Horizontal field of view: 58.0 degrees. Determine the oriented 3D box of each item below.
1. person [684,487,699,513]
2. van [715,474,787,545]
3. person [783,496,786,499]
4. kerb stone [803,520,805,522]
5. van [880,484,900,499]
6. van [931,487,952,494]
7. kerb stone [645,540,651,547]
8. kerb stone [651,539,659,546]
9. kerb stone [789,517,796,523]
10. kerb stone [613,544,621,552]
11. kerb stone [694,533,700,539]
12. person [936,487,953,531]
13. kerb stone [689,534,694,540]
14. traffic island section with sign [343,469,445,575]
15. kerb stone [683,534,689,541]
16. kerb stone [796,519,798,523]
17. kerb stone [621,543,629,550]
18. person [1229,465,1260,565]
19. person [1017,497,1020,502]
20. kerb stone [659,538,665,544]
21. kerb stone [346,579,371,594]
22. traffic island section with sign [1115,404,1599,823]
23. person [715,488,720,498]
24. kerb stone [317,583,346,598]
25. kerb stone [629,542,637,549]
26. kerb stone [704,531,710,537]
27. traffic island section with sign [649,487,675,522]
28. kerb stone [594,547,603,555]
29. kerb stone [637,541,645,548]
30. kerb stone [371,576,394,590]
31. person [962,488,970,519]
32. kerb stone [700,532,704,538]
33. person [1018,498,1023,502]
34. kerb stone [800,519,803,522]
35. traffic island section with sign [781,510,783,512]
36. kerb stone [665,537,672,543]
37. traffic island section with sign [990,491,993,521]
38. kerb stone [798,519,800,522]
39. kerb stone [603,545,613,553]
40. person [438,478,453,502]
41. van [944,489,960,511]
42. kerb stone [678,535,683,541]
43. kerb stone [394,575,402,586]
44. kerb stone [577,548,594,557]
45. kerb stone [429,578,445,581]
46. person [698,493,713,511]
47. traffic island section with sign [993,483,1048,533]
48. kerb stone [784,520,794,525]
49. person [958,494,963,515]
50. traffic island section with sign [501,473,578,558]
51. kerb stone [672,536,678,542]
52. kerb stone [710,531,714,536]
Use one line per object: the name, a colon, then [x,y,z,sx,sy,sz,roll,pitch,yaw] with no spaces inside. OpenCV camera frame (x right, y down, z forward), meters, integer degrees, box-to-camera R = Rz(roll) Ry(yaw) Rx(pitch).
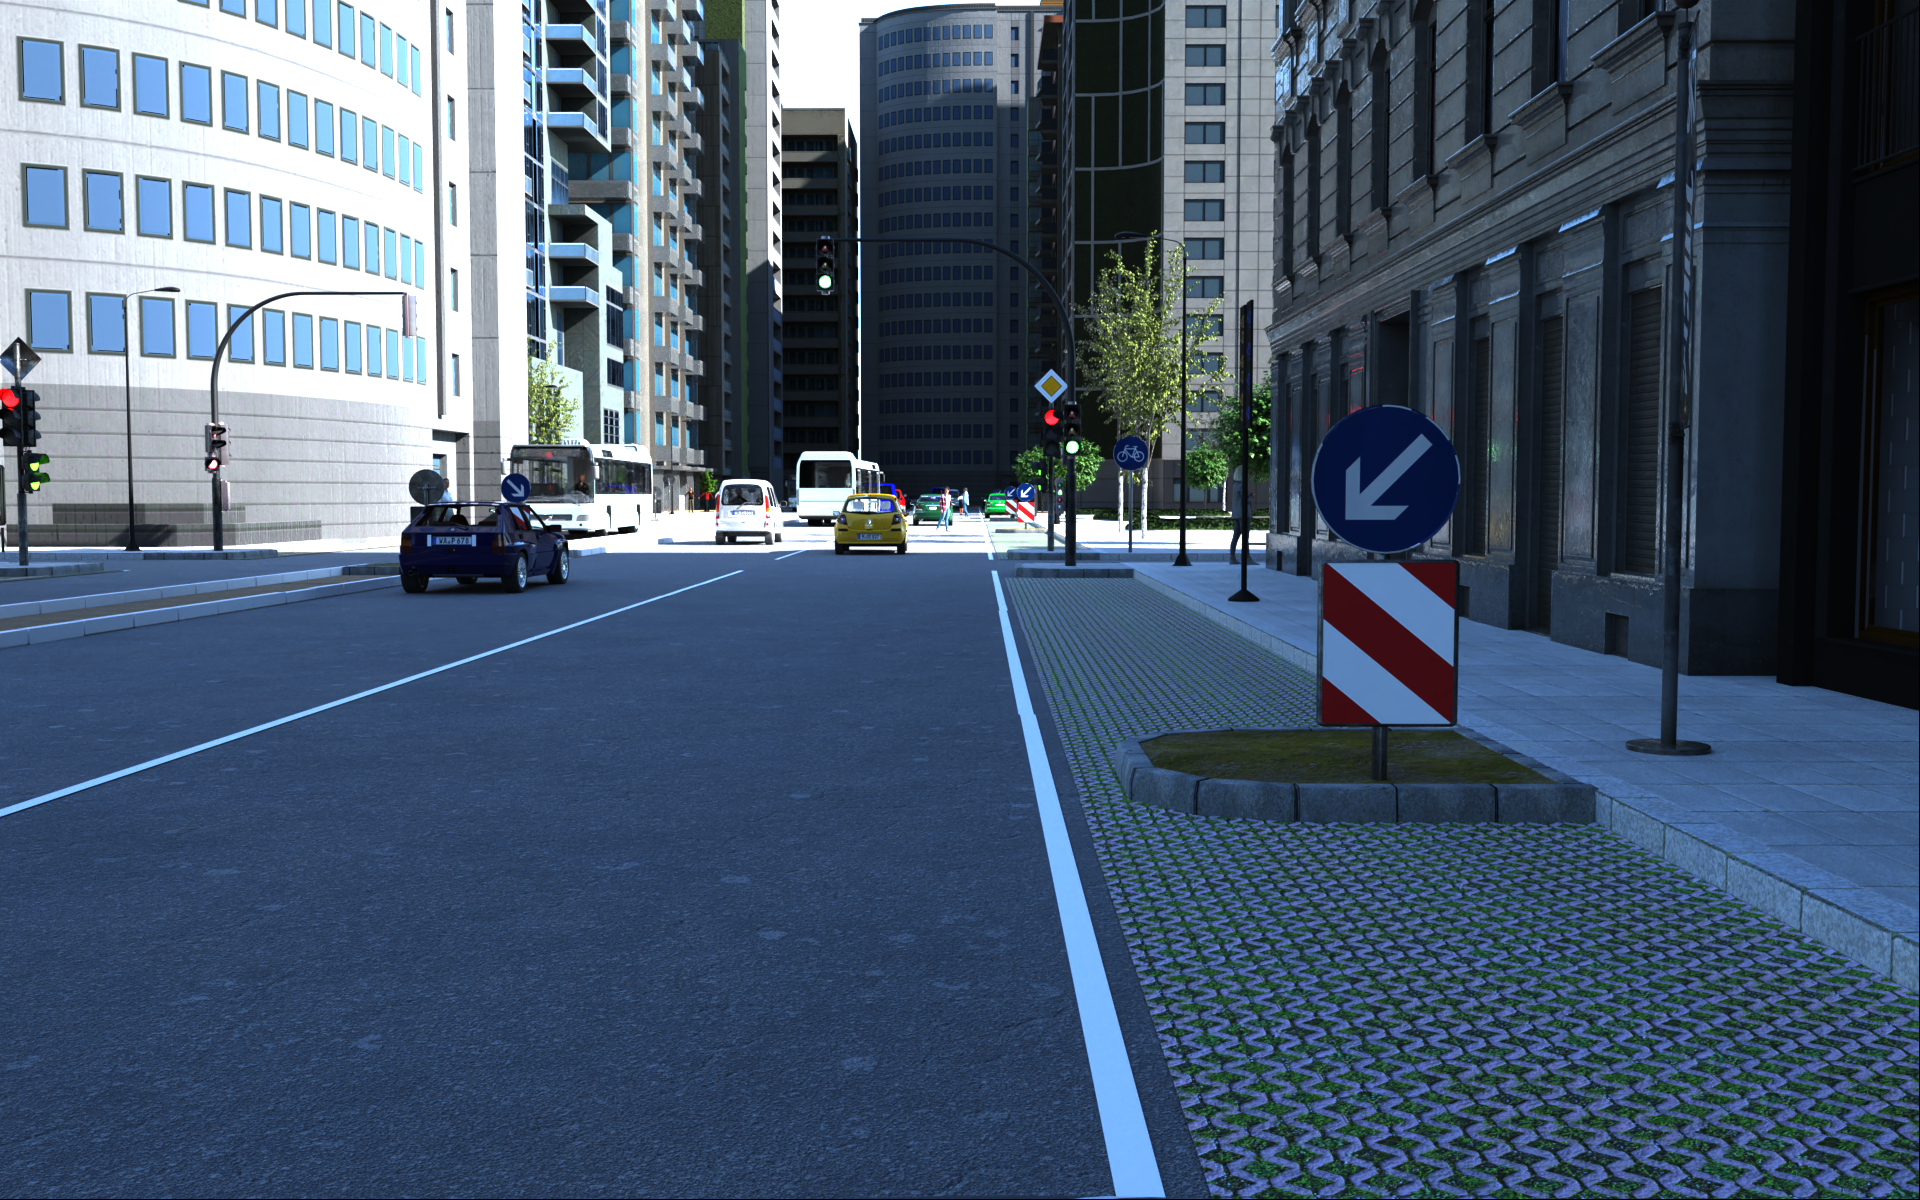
person: [-18.487,-6.885,119.130,1.217,1.766,0.721,-2,4,-31]
van: [-6.091,-2.647,50.296,2.013,2.044,4.112,0,4,-1]
person: [-20.061,-11.251,193.177,1.217,1.735,0.721,-1,4,-18]
kerb stone: [-8.250,-4.104,89.295,0.120,0.150,1.000,0,4,1]
van: [-4.766,-6.121,104.454,2.240,2.365,5.245,0,4,0]
van: [-1.590,-9.239,155.433,2.240,2.365,5.245,0,4,2]
kerb stone: [-8.650,-1.529,47.277,0.120,0.150,1.000,0,4,1]
kerb stone: [-8.632,-1.593,48.306,0.120,0.150,1.000,0,4,1]
kerb stone: [-8.290,-3.853,85.190,0.120,0.150,1.000,0,4,1]
kerb stone: [-8.678,-1.276,43.176,0.120,0.150,1.000,0,4,1]
kerb stone: [-8.564,-2.034,55.475,0.120,0.150,1.000,0,4,1]
person: [-0.576,-3.501,66.581,0.563,1.720,0.643,-3,5,-42]
kerb stone: [-8.575,-1.973,54.449,0.120,0.150,1.000,0,4,1]
traffic island section with sign: [-9.831,-1.418,31.318,2.006,1.907,1.989,0,4,1]
kerb stone: [-8.577,-1.910,53.427,0.120,0.150,1.000,0,4,1]
kerb stone: [-8.277,-3.915,86.212,0.120,0.150,1.000,0,4,1]
kerb stone: [-8.668,-1.346,44.200,0.120,0.150,1.000,0,4,1]
person: [5.175,-1.548,31.537,0.526,1.800,0.537,0,4,3]
person: [6.142,-10.462,177.109,0.705,1.823,1.348,-1,4,-14]
kerb stone: [-8.626,-1.657,49.328,0.120,0.150,1.000,0,4,1]
kerb stone: [-8.839,-0.184,25.209,0.120,0.150,1.000,0,4,1]
traffic island section with sign: [1.789,0.011,8.454,1.989,1.847,2.006,0,4,1]
person: [-18.032,-7.566,130.450,0.721,1.736,1.217,3,4,38]
kerb stone: [-8.856,-0.122,24.184,0.120,0.150,1.000,0,4,1]
kerb stone: [-8.662,-1.408,45.224,0.120,0.150,1.000,0,4,1]
kerb stone: [-8.539,-2.158,57.525,0.120,0.150,1.000,0,4,1]
traffic island section with sign: [-15.977,-5.019,90.687,1.989,1.847,2.006,0,4,1]
kerb stone: [-8.695,-1.148,41.126,0.120,0.150,1.000,0,4,1]
kerb stone: [-8.650,-1.471,46.255,0.120,0.150,1.000,0,4,1]
kerb stone: [-8.835,-0.247,26.234,0.120,0.150,1.000,0,4,1]
person: [0.333,-5.472,98.228,0.793,1.790,0.793,-2,4,-32]
kerb stone: [-8.561,-2.098,56.503,0.120,0.150,1.000,0,4,1]
person: [5.577,-8.937,155.388,0.991,1.433,0.599,-2,4,-34]
kerb stone: [-8.260,-4.041,88.267,0.120,0.150,1.000,0,4,1]
traffic island section with sign: [-15.491,-8.131,141.567,1.989,1.847,2.006,0,4,1]
kerb stone: [-8.603,-1.722,50.350,0.120,0.150,1.000,0,4,1]
traffic island section with sign: [2.548,-5.019,90.693,1.989,1.847,2.006,0,4,1]
kerb stone: [-8.278,-3.977,87.245,0.120,0.150,1.000,0,4,1]
kerb stone: [-8.681,-1.219,42.152,0.120,0.150,1.000,0,4,1]
person: [-11.983,-1.924,40.177,0.641,1.798,0.478,3,4,39]
van: [-0.706,-8.784,150.634,2.013,2.044,4.112,0,4,0]
kerb stone: [-8.593,-1.848,52.403,0.120,0.150,1.000,0,4,1]
kerb stone: [-8.826,-0.307,27.259,0.120,0.150,1.000,0,4,1]
kerb stone: [-8.709,-1.094,40.104,0.120,0.150,1.000,0,4,1]
kerb stone: [-8.805,-0.435,29.302,0.120,0.150,1.000,0,4,1]
person: [-18.437,-7.335,125.912,0.705,1.831,1.348,3,5,44]
traffic island section with sign: [2.300,-3.371,63.737,1.989,1.847,2.006,0,4,1]
kerb stone: [-8.296,-3.787,84.161,0.120,0.150,1.000,0,4,1]
person: [0.115,-6.397,116.272,0.628,1.438,0.799,-2,4,-30]
traffic island section with sign: [-9.753,-1.871,38.724,2.006,1.907,1.989,0,4,1]
kerb stone: [-8.601,-1.774,51.378,0.120,0.150,1.000,0,4,1]
kerb stone: [-8.533,-2.219,58.547,0.120,0.150,1.000,0,4,1]
